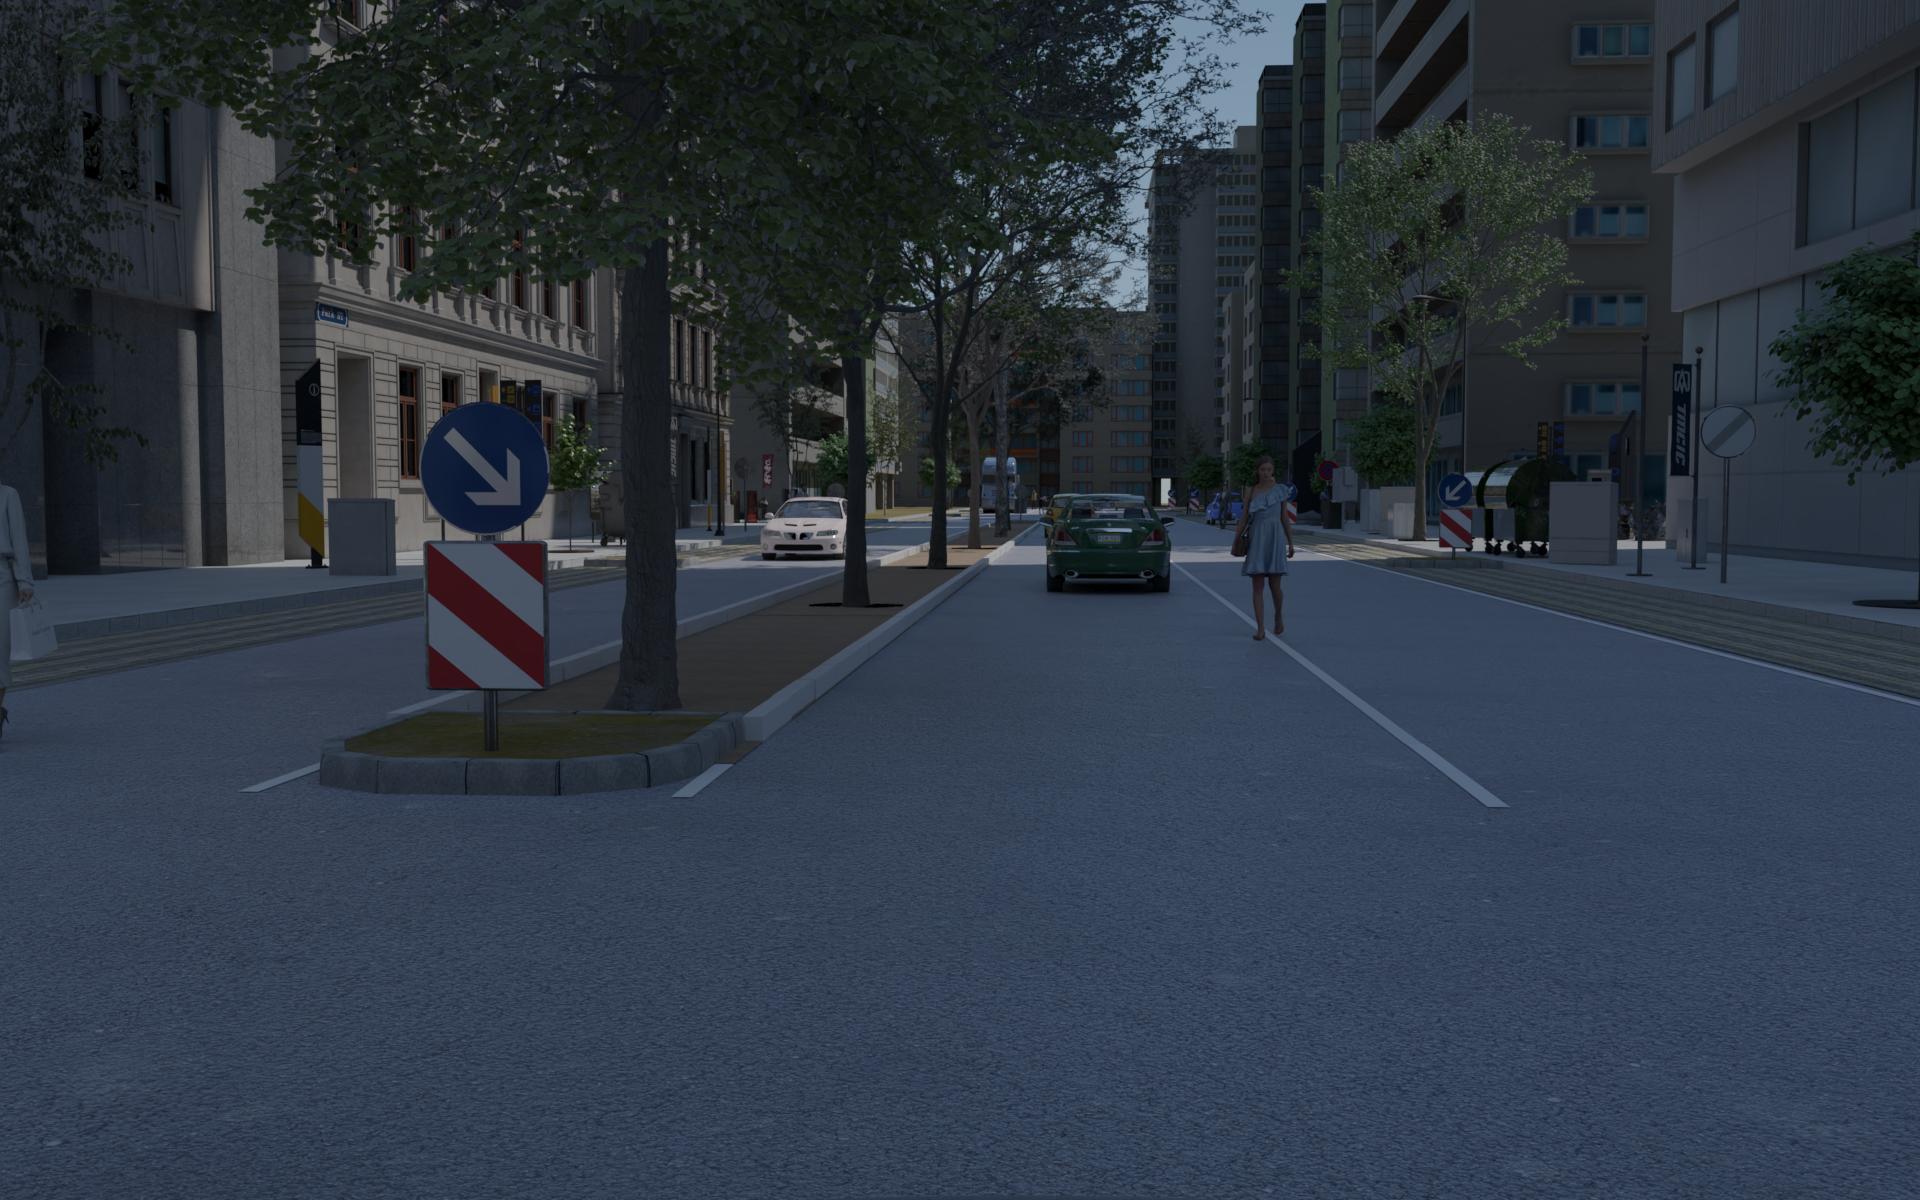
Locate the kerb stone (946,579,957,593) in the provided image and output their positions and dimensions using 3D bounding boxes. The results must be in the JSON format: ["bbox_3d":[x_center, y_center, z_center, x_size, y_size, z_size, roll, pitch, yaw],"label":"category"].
[{"bbox_3d":[-0.171,-0.158,24.794,0.120,0.150,1.000,0,4,4],"label":"kerb stone"}]

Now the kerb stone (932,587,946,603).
[{"bbox_3d":[-0.311,-0.033,22.742,0.120,0.150,1.000,0,4,4],"label":"kerb stone"}]

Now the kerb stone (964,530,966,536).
[{"bbox_3d":[0.011,-2.168,57.690,0.120,0.150,1.000,0,4,4],"label":"kerb stone"}]

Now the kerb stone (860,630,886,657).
[{"bbox_3d":[-0.809,0.404,15.592,0.120,0.150,1.000,0,4,4],"label":"kerb stone"}]

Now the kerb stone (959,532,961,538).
[{"bbox_3d":[-0.132,-2.046,55.650,0.120,0.150,1.000,0,4,4],"label":"kerb stone"}]

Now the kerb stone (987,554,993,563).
[{"bbox_3d":[0.533,-0.780,35.028,0.120,0.150,1.000,0,4,4],"label":"kerb stone"}]

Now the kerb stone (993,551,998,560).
[{"bbox_3d":[0.681,-0.911,37.092,0.120,0.150,1.000,0,4,4],"label":"kerb stone"}]

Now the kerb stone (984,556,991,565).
[{"bbox_3d":[0.468,-0.722,33.998,0.120,0.150,1.000,0,4,4],"label":"kerb stone"}]

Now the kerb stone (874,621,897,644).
[{"bbox_3d":[-0.740,0.341,16.616,0.120,0.150,1.000,0,4,4],"label":"kerb stone"}]

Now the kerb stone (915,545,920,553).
[{"bbox_3d":[-1.130,-1.169,41.305,0.120,0.150,1.000,0,4,4],"label":"kerb stone"}]

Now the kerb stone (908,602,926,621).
[{"bbox_3d":[-0.525,0.154,19.683,0.120,0.150,1.000,0,4,4],"label":"kerb stone"}]

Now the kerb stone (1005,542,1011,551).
[{"bbox_3d":[1.119,-1.286,43.226,0.120,0.150,1.000,0,4,4],"label":"kerb stone"}]

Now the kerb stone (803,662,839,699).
[{"bbox_3d":[-1.024,0.593,12.526,0.120,0.150,1.000,0,4,4],"label":"kerb stone"}]

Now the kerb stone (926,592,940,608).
[{"bbox_3d":[-0.384,0.030,21.723,0.120,0.150,1.000,0,4,4],"label":"kerb stone"}]

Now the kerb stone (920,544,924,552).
[{"bbox_3d":[-1.056,-1.226,42.340,0.120,0.150,1.000,0,4,4],"label":"kerb stone"}]

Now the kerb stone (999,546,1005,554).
[{"bbox_3d":[0.904,-1.098,40.163,0.120,0.150,1.000,0,4,4],"label":"kerb stone"}]

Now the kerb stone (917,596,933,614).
[{"bbox_3d":[-0.454,0.091,20.702,0.120,0.150,1.000,0,4,4],"label":"kerb stone"}]

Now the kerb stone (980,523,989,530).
[{"bbox_3d":[1.008,-3.046,71.998,0.120,0.150,1.000,0,4,4],"label":"kerb stone"}]

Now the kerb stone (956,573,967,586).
[{"bbox_3d":[-0.027,-0.284,26.834,0.120,0.150,1.000,0,4,4],"label":"kerb stone"}]

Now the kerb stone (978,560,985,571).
[{"bbox_3d":[0.329,-0.597,31.954,0.120,0.150,1.000,0,4,4],"label":"kerb stone"}]

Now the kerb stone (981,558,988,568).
[{"bbox_3d":[0.393,-0.658,32.975,0.120,0.150,1.000,0,4,4],"label":"kerb stone"}]

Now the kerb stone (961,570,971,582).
[{"bbox_3d":[0.042,-0.344,27.854,0.120,0.150,1.000,0,4,4],"label":"kerb stone"}]

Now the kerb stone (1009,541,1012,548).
[{"bbox_3d":[1.191,-1.349,44.246,0.120,0.150,1.000,0,4,4],"label":"kerb stone"}]

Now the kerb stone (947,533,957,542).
[{"bbox_3d":[-0.272,-1.920,53.592,0.120,0.150,1.000,0,4,4],"label":"kerb stone"}]

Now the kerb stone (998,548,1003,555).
[{"bbox_3d":[0.823,-1.032,39.142,0.120,0.150,1.000,0,4,4],"label":"kerb stone"}]

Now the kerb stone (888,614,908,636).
[{"bbox_3d":[-0.670,0.280,17.636,0.120,0.150,1.000,0,4,4],"label":"kerb stone"}]

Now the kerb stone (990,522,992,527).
[{"bbox_3d":[1.158,-3.171,74.049,0.120,0.150,1.000,0,4,4],"label":"kerb stone"}]

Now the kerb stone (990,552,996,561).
[{"bbox_3d":[0.610,-0.848,36.058,0.120,0.150,1.000,0,4,4],"label":"kerb stone"}]

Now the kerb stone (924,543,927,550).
[{"bbox_3d":[-0.988,-1.294,43.360,0.120,0.150,1.000,0,4,4],"label":"kerb stone"}]

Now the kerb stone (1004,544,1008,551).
[{"bbox_3d":[1.037,-1.224,42.204,0.120,0.150,1.000,0,4,4],"label":"kerb stone"}]

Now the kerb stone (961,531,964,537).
[{"bbox_3d":[-0.054,-2.106,56.669,0.120,0.150,1.000,0,4,4],"label":"kerb stone"}]

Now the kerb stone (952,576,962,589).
[{"bbox_3d":[-0.103,-0.221,25.814,0.120,0.150,1.000,0,4,4],"label":"kerb stone"}]

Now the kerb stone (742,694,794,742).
[{"bbox_3d":[-1.161,0.717,10.486,0.120,0.150,1.000,0,4,4],"label":"kerb stone"}]

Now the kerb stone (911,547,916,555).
[{"bbox_3d":[-1.198,-1.106,40.285,0.120,0.150,1.000,0,4,4],"label":"kerb stone"}]

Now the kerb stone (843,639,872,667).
[{"bbox_3d":[-0.885,0.466,14.572,0.120,0.150,1.000,0,4,4],"label":"kerb stone"}]

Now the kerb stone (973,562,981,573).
[{"bbox_3d":[0.249,-0.535,30.935,0.120,0.150,1.000,0,4,4],"label":"kerb stone"}]

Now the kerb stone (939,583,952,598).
[{"bbox_3d":[-0.246,-0.095,23.774,0.120,0.150,1.000,0,4,4],"label":"kerb stone"}]

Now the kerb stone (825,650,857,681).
[{"bbox_3d":[-0.953,0.529,13.552,0.120,0.150,1.000,0,4,4],"label":"kerb stone"}]

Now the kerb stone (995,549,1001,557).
[{"bbox_3d":[0.755,-0.973,38.111,0.120,0.150,1.000,0,4,4],"label":"kerb stone"}]

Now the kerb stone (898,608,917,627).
[{"bbox_3d":[-0.603,0.216,18.660,0.120,0.150,1.000,0,4,4],"label":"kerb stone"}]

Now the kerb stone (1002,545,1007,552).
[{"bbox_3d":[0.971,-1.161,41.183,0.120,0.150,1.000,0,4,4],"label":"kerb stone"}]

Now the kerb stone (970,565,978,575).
[{"bbox_3d":[0.184,-0.471,29.915,0.120,0.150,1.000,0,4,4],"label":"kerb stone"}]

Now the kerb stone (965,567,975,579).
[{"bbox_3d":[0.115,-0.409,28.885,0.120,0.150,1.000,0,4,4],"label":"kerb stone"}]

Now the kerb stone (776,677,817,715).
[{"bbox_3d":[-1.105,0.657,11.507,0.120,0.150,1.000,0,4,4],"label":"kerb stone"}]

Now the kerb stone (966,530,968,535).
[{"bbox_3d":[0.093,-2.233,58.709,0.120,0.150,1.000,0,4,4],"label":"kerb stone"}]

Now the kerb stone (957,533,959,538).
[{"bbox_3d":[-0.202,-1.983,54.620,0.120,0.150,1.000,0,4,4],"label":"kerb stone"}]

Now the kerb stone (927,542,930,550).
[{"bbox_3d":[-0.904,-1.358,44.391,0.120,0.150,1.000,0,4,4],"label":"kerb stone"}]
